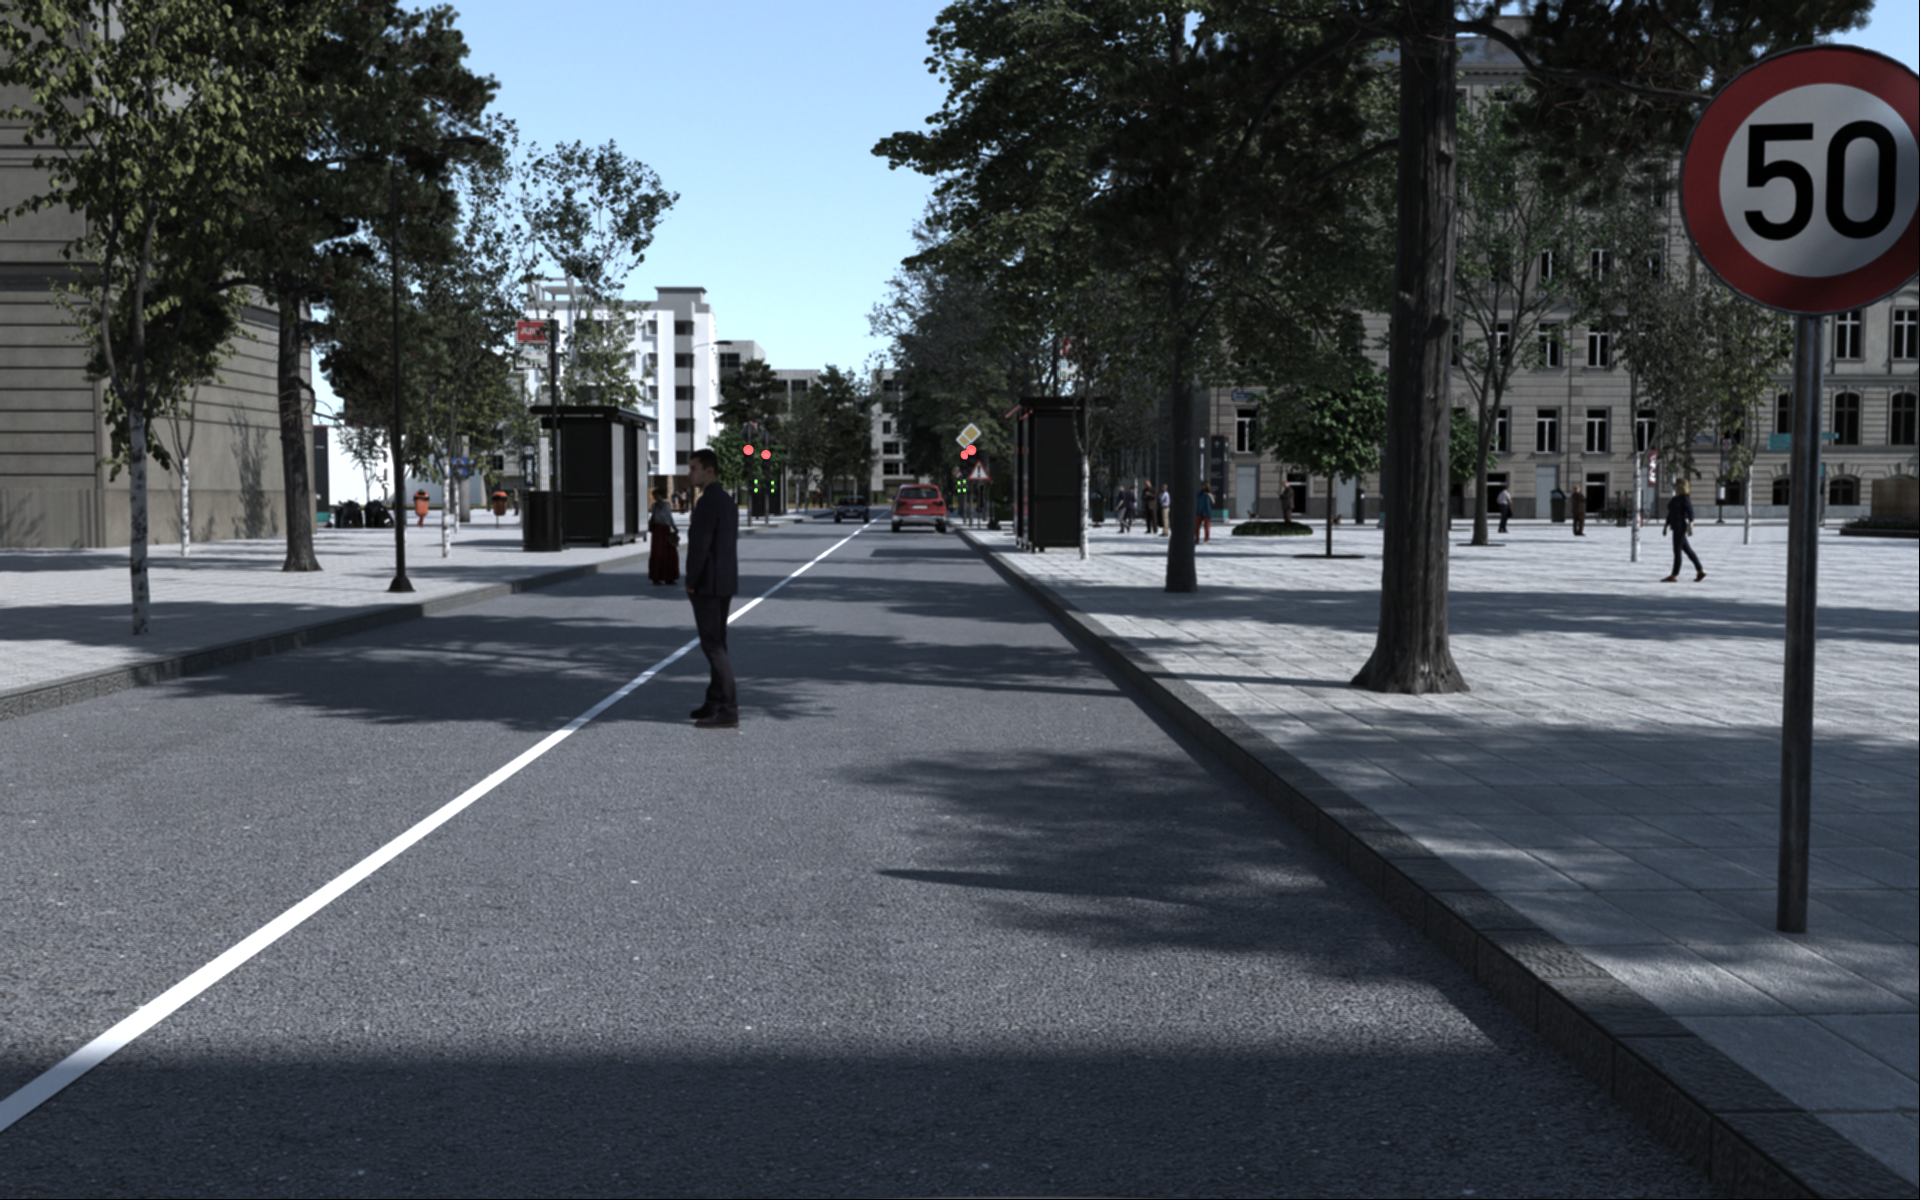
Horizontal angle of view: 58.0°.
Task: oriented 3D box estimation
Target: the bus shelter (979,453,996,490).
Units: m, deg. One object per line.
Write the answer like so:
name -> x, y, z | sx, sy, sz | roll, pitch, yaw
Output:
bus shelter -> 2.195, -7.080, 93.391 | 2.179, 5.291, 8.768 | 0, 4, -2

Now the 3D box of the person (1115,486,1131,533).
person -> 5.308, -2.949, 56.466 | 0.471, 1.553, 0.569 | 3, 4, 37

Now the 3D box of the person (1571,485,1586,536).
person -> 19.028, -2.753, 53.331 | 0.388, 1.546, 0.482 | -2, 4, -27

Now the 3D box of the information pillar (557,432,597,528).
information pillar -> -14.409, -4.506, 64.996 | 1.656, 3.620, 0.184 | 1, 4, 18

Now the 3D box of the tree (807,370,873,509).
tree -> -11.436, -14.070, 152.106 | 6.751, 12.117, 7.091 | 0, 3, 0

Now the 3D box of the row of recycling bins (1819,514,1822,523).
row of recycling bins -> 38.119, -4.324, 77.806 | 1.069, 1.692, 3.534 | 2, 4, 34

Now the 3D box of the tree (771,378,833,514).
tree -> -9.831, -9.718, 109.250 | 4.360, 8.622, 3.978 | 0, 3, 0

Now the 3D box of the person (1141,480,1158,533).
person -> 6.192, -3.047, 56.555 | 0.565, 1.739, 0.600 | 1, 4, 9

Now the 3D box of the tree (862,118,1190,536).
tree -> 2.089, -8.772, 53.785 | 12.009, 13.543, 11.850 | 0, 3, 0

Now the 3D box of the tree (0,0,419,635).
tree -> -7.338, -4.001, 15.785 | 4.737, 8.622, 4.395 | 0, 3, 0

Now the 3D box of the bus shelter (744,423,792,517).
bus shelter -> -11.111, -7.480, 99.927 | 2.179, 5.291, 8.768 | 0, 4, -2

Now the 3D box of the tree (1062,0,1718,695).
tree -> 2.761, -6.322, 10.783 | 7.806, 13.903, 7.818 | 0, 3, 0

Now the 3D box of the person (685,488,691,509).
person -> -21.287, -7.884, 135.625 | 0.565, 1.739, 0.600 | 1, 4, 17

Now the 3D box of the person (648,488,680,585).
person -> -4.684, -1.000, 27.315 | 0.523, 1.526, 0.387 | -3, 5, -44

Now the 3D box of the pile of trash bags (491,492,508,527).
pile of trash bags -> -16.396, -3.488, 66.778 | 3.447, 1.369, 1.912 | 0, 4, 5

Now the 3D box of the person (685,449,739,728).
person -> -1.551, -0.085, 10.814 | 0.530, 1.710, 0.541 | 1, 4, 23

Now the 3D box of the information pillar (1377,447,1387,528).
information pillar -> 16.103, -4.604, 64.653 | 0.750, 3.857, 0.750 | -1, 4, -14

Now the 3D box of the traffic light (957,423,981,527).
traffic light -> 0.411, -4.778, 67.359 | 0.839, 4.213, 0.868 | 0, 4, -2

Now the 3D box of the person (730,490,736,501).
person -> -20.675, -9.213, 157.485 | 0.742, 1.727, 0.445 | 1, 4, 17

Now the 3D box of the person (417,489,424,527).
person -> -21.469, -3.603, 69.112 | 0.444, 1.614, 0.593 | 2, 4, 35

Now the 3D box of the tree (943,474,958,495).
tree -> -0.975, -9.263, 146.048 | 1.663, 3.219, 1.824 | 0, 3, 0

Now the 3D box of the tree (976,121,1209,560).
tree -> 2.673, -5.097, 33.702 | 4.360, 8.622, 3.978 | 0, 3, 0

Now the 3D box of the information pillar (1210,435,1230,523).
information pillar -> 11.417, -5.312, 76.224 | 0.750, 3.857, 0.750 | 2, 4, 28

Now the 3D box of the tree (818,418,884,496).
tree -> -12.384, -15.761, 192.098 | 8.767, 10.594, 7.601 | -2, 4, -33

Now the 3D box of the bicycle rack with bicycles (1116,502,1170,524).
bicycle rack with bicycles -> 8.240, -3.865, 76.573 | 2.925, 0.926, 2.852 | -1, 4, -12

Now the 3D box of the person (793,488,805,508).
person -> -15.346, -9.701, 164.281 | 0.705, 1.869, 1.348 | -3, 5, -44

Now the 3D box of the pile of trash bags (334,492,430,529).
pile of trash bags -> -21.708, -3.384, 65.076 | 3.447, 1.369, 1.912 | -1, 4, -20

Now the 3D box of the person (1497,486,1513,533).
person -> 18.063, -3.013, 57.515 | 0.590, 1.554, 0.614 | -1, 4, -20

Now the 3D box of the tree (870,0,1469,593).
tree -> 2.683, -6.401, 22.782 | 7.486, 12.596, 7.792 | 0, 3, 0

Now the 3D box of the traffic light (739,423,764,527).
traffic light -> -8.147, -4.763, 67.112 | 0.839, 4.213, 0.868 | 0, 4, -2

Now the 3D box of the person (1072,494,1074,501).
person -> 8.597, -7.660, 132.221 | 0.436, 1.711, 0.756 | 0, 4, -3

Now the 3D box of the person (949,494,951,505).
person -> -1.385, -11.828, 200.135 | 0.721, 1.736, 1.217 | 3, 4, 38

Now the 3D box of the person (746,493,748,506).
person -> -21.987, -10.534, 179.745 | 0.593, 1.643, 0.415 | 1, 4, 11

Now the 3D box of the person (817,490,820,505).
person -> -16.470, -11.907, 201.268 | 0.434, 1.755, 0.990 | -1, 4, -20

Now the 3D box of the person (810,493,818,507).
person -> -14.406, -9.882, 170.880 | 1.065, 1.426, 0.557 | 3, 4, 39

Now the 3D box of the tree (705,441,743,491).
tree -> -8.887, -4.182, 62.970 | 1.663, 3.219, 1.824 | 0, 3, 0

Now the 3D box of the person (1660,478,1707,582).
person -> 10.572, -1.021, 25.278 | 0.613, 1.512, 0.480 | -1, 4, -17

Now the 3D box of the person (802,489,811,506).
person -> -15.965, -10.647, 180.207 | 0.705, 1.812, 1.348 | 3, 4, 38

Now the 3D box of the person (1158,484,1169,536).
person -> 6.198, -2.725, 52.663 | 0.319, 1.574, 0.516 | 2, 4, 26

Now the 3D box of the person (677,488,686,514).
person -> -17.803, -6.312, 110.700 | 0.566, 1.644, 0.517 | 2, 4, 27

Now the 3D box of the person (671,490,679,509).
person -> -23.964, -8.422, 145.608 | 0.647, 1.594, 0.662 | -2, 4, -28

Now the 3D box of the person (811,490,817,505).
person -> -17.715, -12.535, 211.717 | 1.217, 1.735, 0.721 | -3, 5, -39

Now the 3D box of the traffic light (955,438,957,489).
traffic light -> 0.195, -5.266, 75.341 | 0.839, 4.213, 0.868 | 0, 4, -2

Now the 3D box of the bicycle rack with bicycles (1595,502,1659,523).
bicycle rack with bicycles -> 29.741, -3.932, 77.672 | 2.925, 0.926, 2.852 | -1, 4, -18

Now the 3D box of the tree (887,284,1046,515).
tree -> 0.282, -12.181, 105.807 | 9.857, 13.997, 8.962 | 0, 3, 0

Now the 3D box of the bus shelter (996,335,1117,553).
bus shelter -> 2.231, -3.911, 41.573 | 2.179, 5.291, 8.768 | 0, 4, -2

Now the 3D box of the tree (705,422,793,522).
tree -> -10.190, -5.807, 78.664 | 4.285, 4.588, 4.351 | 0, 3, 0

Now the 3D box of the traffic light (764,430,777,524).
traffic light -> -8.363, -5.251, 75.095 | 0.839, 4.213, 0.868 | 0, 4, -2

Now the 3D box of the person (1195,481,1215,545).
person -> 6.149, -2.212, 43.908 | 0.444, 1.614, 0.593 | -2, 4, -24

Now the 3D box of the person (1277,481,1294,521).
person -> 11.156, -3.220, 59.369 | 0.600, 1.739, 0.565 | -2, 4, -35

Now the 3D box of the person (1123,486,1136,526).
person -> 7.102, -3.877, 72.343 | 0.683, 1.767, 0.568 | 2, 4, 33

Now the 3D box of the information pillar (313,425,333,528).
information pillar -> -24.237, -4.640, 65.243 | 0.750, 3.857, 0.750 | 2, 4, 33

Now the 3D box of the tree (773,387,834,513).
tree -> -11.077, -10.339, 119.410 | 4.737, 8.622, 4.395 | 0, 3, 0

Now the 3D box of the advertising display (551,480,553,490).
advertising display -> -18.527, -4.450, 77.969 | 0.123, 1.923, 0.974 | 1, 4, 18

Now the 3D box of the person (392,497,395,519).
person -> -20.152, -3.239, 62.240 | 0.421, 1.427, 0.697 | -2, 4, -32

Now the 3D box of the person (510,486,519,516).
person -> -26.570, -5.897, 102.983 | 0.750, 1.759, 0.617 | 1, 4, 16

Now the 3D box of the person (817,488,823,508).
person -> -12.601, -9.217, 156.702 | 0.705, 1.831, 1.348 | 1, 4, 17

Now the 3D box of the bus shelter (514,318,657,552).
bus shelter -> -9.160, -3.961, 42.399 | 2.179, 5.291, 8.768 | 0, 4, -1
